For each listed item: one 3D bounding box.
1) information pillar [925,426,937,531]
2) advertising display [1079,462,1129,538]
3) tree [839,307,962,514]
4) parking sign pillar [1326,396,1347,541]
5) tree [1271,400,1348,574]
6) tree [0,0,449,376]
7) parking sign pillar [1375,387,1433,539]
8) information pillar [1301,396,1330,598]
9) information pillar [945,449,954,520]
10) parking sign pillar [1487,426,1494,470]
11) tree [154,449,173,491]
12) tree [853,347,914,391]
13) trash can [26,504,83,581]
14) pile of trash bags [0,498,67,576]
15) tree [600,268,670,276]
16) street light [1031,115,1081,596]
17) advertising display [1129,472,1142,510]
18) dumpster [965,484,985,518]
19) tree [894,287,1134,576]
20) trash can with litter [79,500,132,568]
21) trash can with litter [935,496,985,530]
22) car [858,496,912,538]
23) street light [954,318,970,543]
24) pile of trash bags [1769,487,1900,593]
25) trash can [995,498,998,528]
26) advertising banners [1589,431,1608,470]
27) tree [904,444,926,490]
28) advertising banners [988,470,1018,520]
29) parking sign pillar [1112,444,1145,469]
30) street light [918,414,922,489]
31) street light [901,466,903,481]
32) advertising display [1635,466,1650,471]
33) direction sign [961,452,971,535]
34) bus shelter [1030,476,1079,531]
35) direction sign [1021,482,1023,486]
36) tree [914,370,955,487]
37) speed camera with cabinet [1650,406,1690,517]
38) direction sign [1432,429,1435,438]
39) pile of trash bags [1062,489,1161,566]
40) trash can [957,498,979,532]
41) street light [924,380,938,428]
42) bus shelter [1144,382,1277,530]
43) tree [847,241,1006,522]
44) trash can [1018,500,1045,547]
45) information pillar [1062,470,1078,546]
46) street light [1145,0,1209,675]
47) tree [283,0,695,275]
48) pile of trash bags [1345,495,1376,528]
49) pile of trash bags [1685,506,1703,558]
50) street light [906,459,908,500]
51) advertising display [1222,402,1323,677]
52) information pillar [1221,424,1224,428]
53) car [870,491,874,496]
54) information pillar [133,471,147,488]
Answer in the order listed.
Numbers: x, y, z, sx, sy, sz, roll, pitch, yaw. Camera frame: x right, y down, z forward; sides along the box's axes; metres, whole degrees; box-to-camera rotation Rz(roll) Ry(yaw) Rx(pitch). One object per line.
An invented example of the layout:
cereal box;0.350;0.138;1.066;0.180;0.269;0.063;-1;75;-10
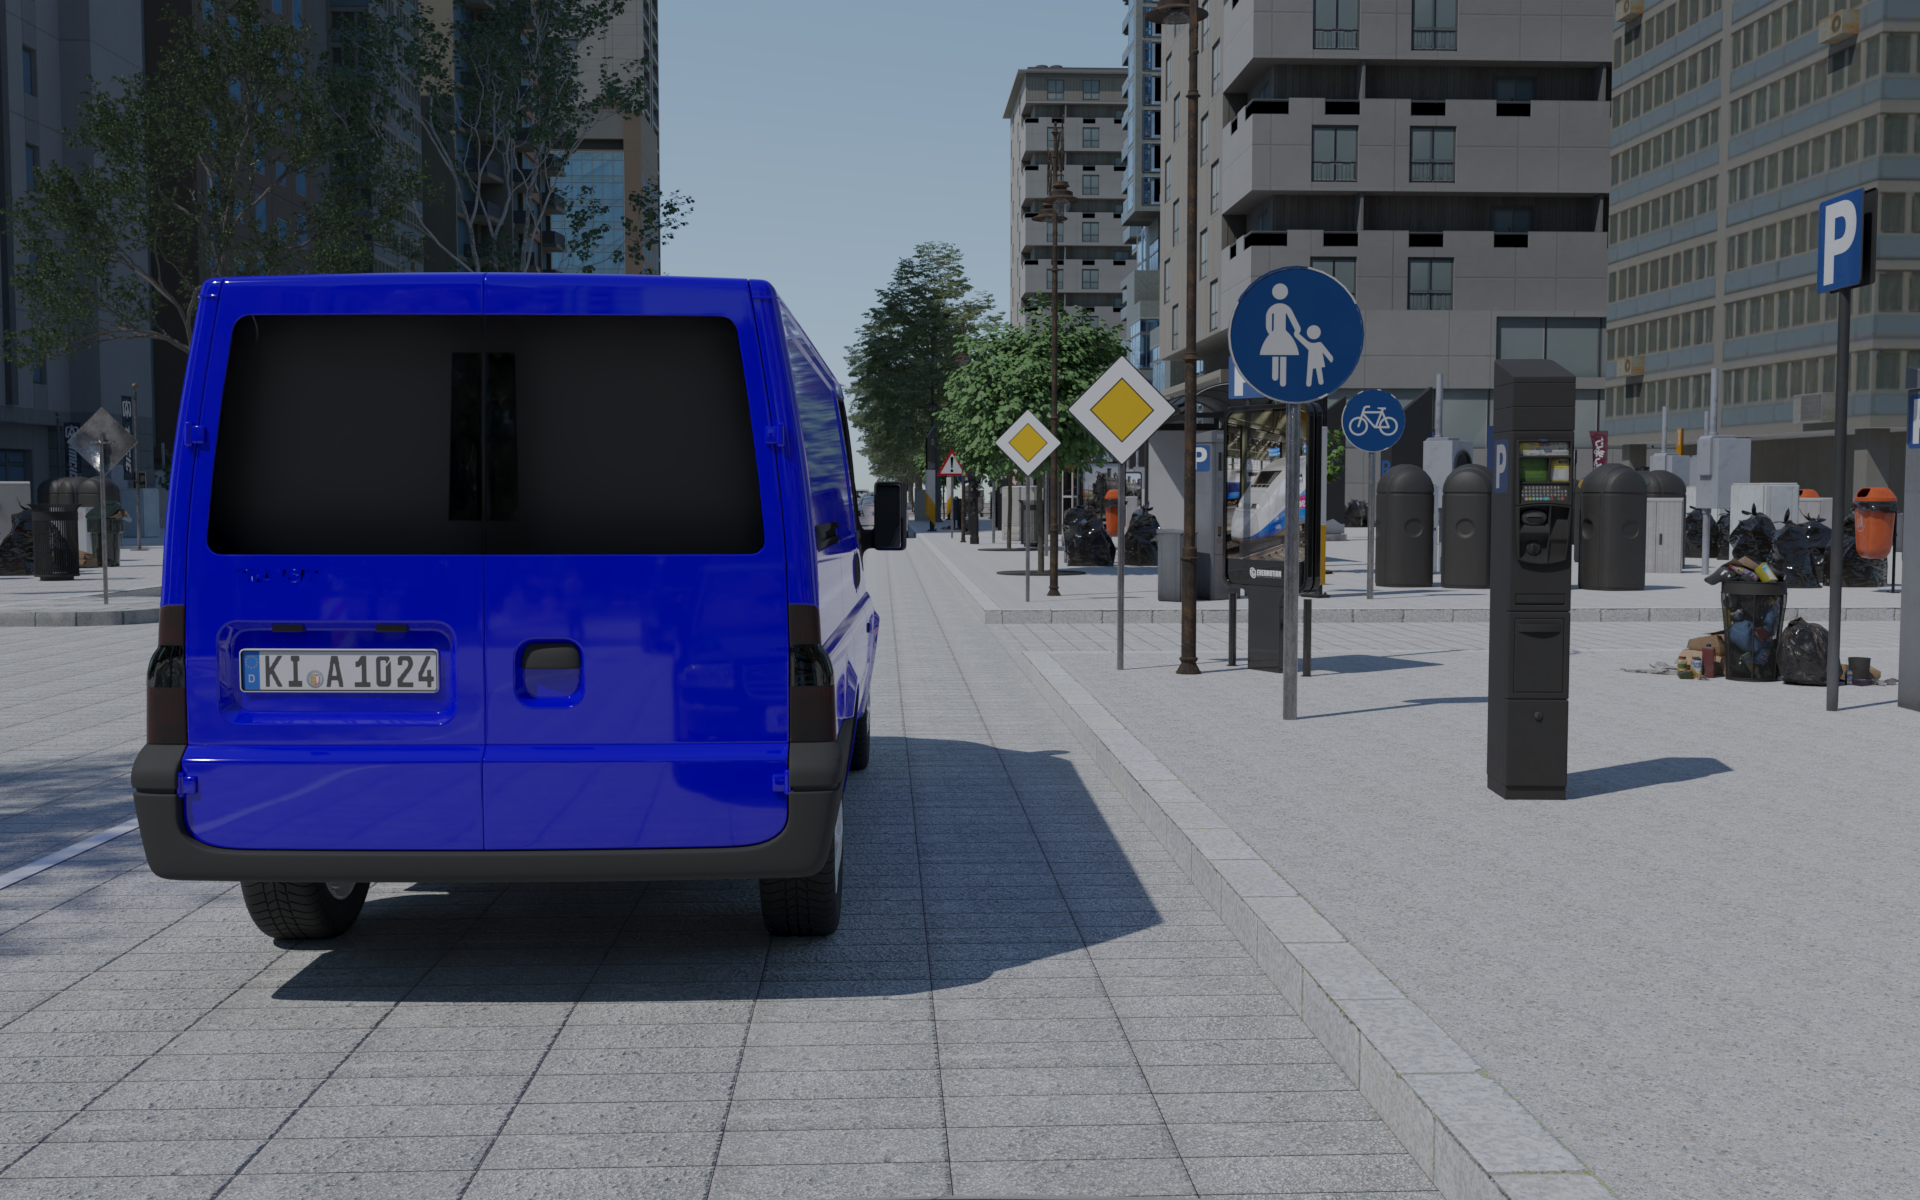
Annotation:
information pillar;-1.007;-4.159;59.362;0.183;3.616;0.504;2;4;33
advertising display;2.826;-1.782;34.342;0.974;1.923;0.123;-1;4;-20
tree;-2.765;-12.466;110.473;9.857;13.997;8.962;0;3;0
parking sign pillar;9.907;-3.611;47.512;1.447;3.967;1.447;-1;4;-22
tree;5.367;-2.036;27.890;1.663;3.219;1.824;0;3;0
tree;-13.073;-5.857;30.179;7.601;10.594;8.767;0;4;8
parking sign pillar;11.171;-3.358;43.382;1.447;3.967;1.447;-2;4;-27
information pillar;4.369;-1.840;21.436;0.183;3.616;0.504;-2;4;-27
information pillar;-0.495;-5.767;85.646;0.183;3.616;0.504;-3;4;-39
parking sign pillar;15.418;-3.695;48.882;1.447;3.967;1.447;-1;4;-17
tree;-28.321;-4.198;63.245;1.663;3.219;1.824;0;3;0
tree;-6.199;-21.951;214.790;12.611;20.169;13.585;0;3;0
trash can;-13.422;-0.860;25.714;0.748;1.137;0.748;0;3;0
pile of trash bags;-15.274;-1.062;27.112;1.912;1.369;3.447;-1;4;-10
tree;-15.396;-9.457;80.377;9.928;11.665;9.643;0;3;0
street light;1.184;-2.989;21.665;0.468;5.910;1.993;0;4;-3
advertising display;4.723;-2.717;49.631;0.974;1.923;0.123;0;4;8
dumpster;0.746;-5.479;95.348;1.264;1.857;1.865;0;4;-3
tree;1.367;-2.693;27.737;4.285;4.588;4.351;0;3;0
trash can with litter;-15.067;-1.156;30.291;0.624;1.170;1.055;1;4;11
trash can with litter;-0.132;-3.161;62.739;1.678;1.210;2.233;-1;4;-15
car;-2.647;-2.788;57.946;2.083;1.381;4.827;0;4;-2
street light;0.086;-4.462;45.747;0.468;5.910;1.993;0;4;-3
pile of trash bags;11.928;-0.862;23.847;1.912;1.369;3.447;0;4;2
trash can;1.580;-3.347;66.385;0.748;1.137;0.748;0;3;0
advertising banners;18.408;-3.166;47.948;2.074;3.025;0.090;0;4;-2
tree;-2.692;-10.748;126.094;4.360;8.622;3.978;0;3;0
advertising banners;2.190;-5.500;86.106;0.090;3.025;2.074;-3;5;-45
parking sign pillar;6.621;-4.872;68.130;1.447;3.967;1.447;0;4;-4
street light;-2.085;-7.429;94.250;0.468;5.910;1.993;0;4;-3
street light;-5.679;-12.148;171.412;0.468;5.910;1.993;0;4;-3
advertising display;16.106;-2.166;40.628;0.974;1.923;0.123;-3;5;-41
direction sign;0.297;-3.809;54.267;0.379;3.537;0.876;2;4;33
bus shelter;3.322;-4.961;58.745;2.179;5.291;8.768;0;4;-2
direction sign;2.389;-4.556;66.484;0.379;3.537;0.876;-1;4;-9
tree;-1.397;-9.280;102.089;4.737;8.622;4.395;0;3;0
speed camera with cabinet;16.345;-2.708;38.613;0.660;3.252;2.038;-1;4;-22
direction sign;16.165;-4.199;60.644;0.876;3.537;0.379;2;4;25
pile of trash bags;2.863;-1.375;32.241;1.912;1.369;3.447;0;4;5
trash can;0.264;-2.899;59.051;0.748;1.137;0.748;0;3;0
street light;-1.120;-5.956;70.162;0.468;5.910;1.993;0;4;-3
bus shelter;4.793;-2.455;34.059;2.014;3.302;5.546;0;4;-3
tree;-1.447;-9.806;78.463;7.486;12.596;7.792;0;3;0
trash can;1.777;-1.859;42.045;0.748;1.137;0.748;0;3;0
information pillar;2.712;-2.343;42.800;0.304;2.012;0.304;2;4;27
street light;1.633;-2.410;12.199;0.468;5.910;1.993;0;4;-3
tree;-14.574;-12.161;54.721;12.611;20.169;13.585;0;3;0
pile of trash bags;14.510;-3.474;66.550;1.912;1.369;3.447;3;5;42
pile of trash bags;15.594;-1.478;33.913;1.912;1.369;3.447;-1;4;-11
street light;-3.346;-9.122;121.940;0.468;5.910;1.993;0;4;-3
advertising display;2.238;-0.446;12.499;0.123;1.923;0.974;-2;4;-29
information pillar;7.509;-3.494;48.488;0.183;3.616;0.504;-3;4;-36
car;-11.788;-14.320;242.806;2.281;1.827;5.304;0;4;-1
information pillar;-26.631;-3.167;56.275;0.304;2.012;0.304;3;5;41
